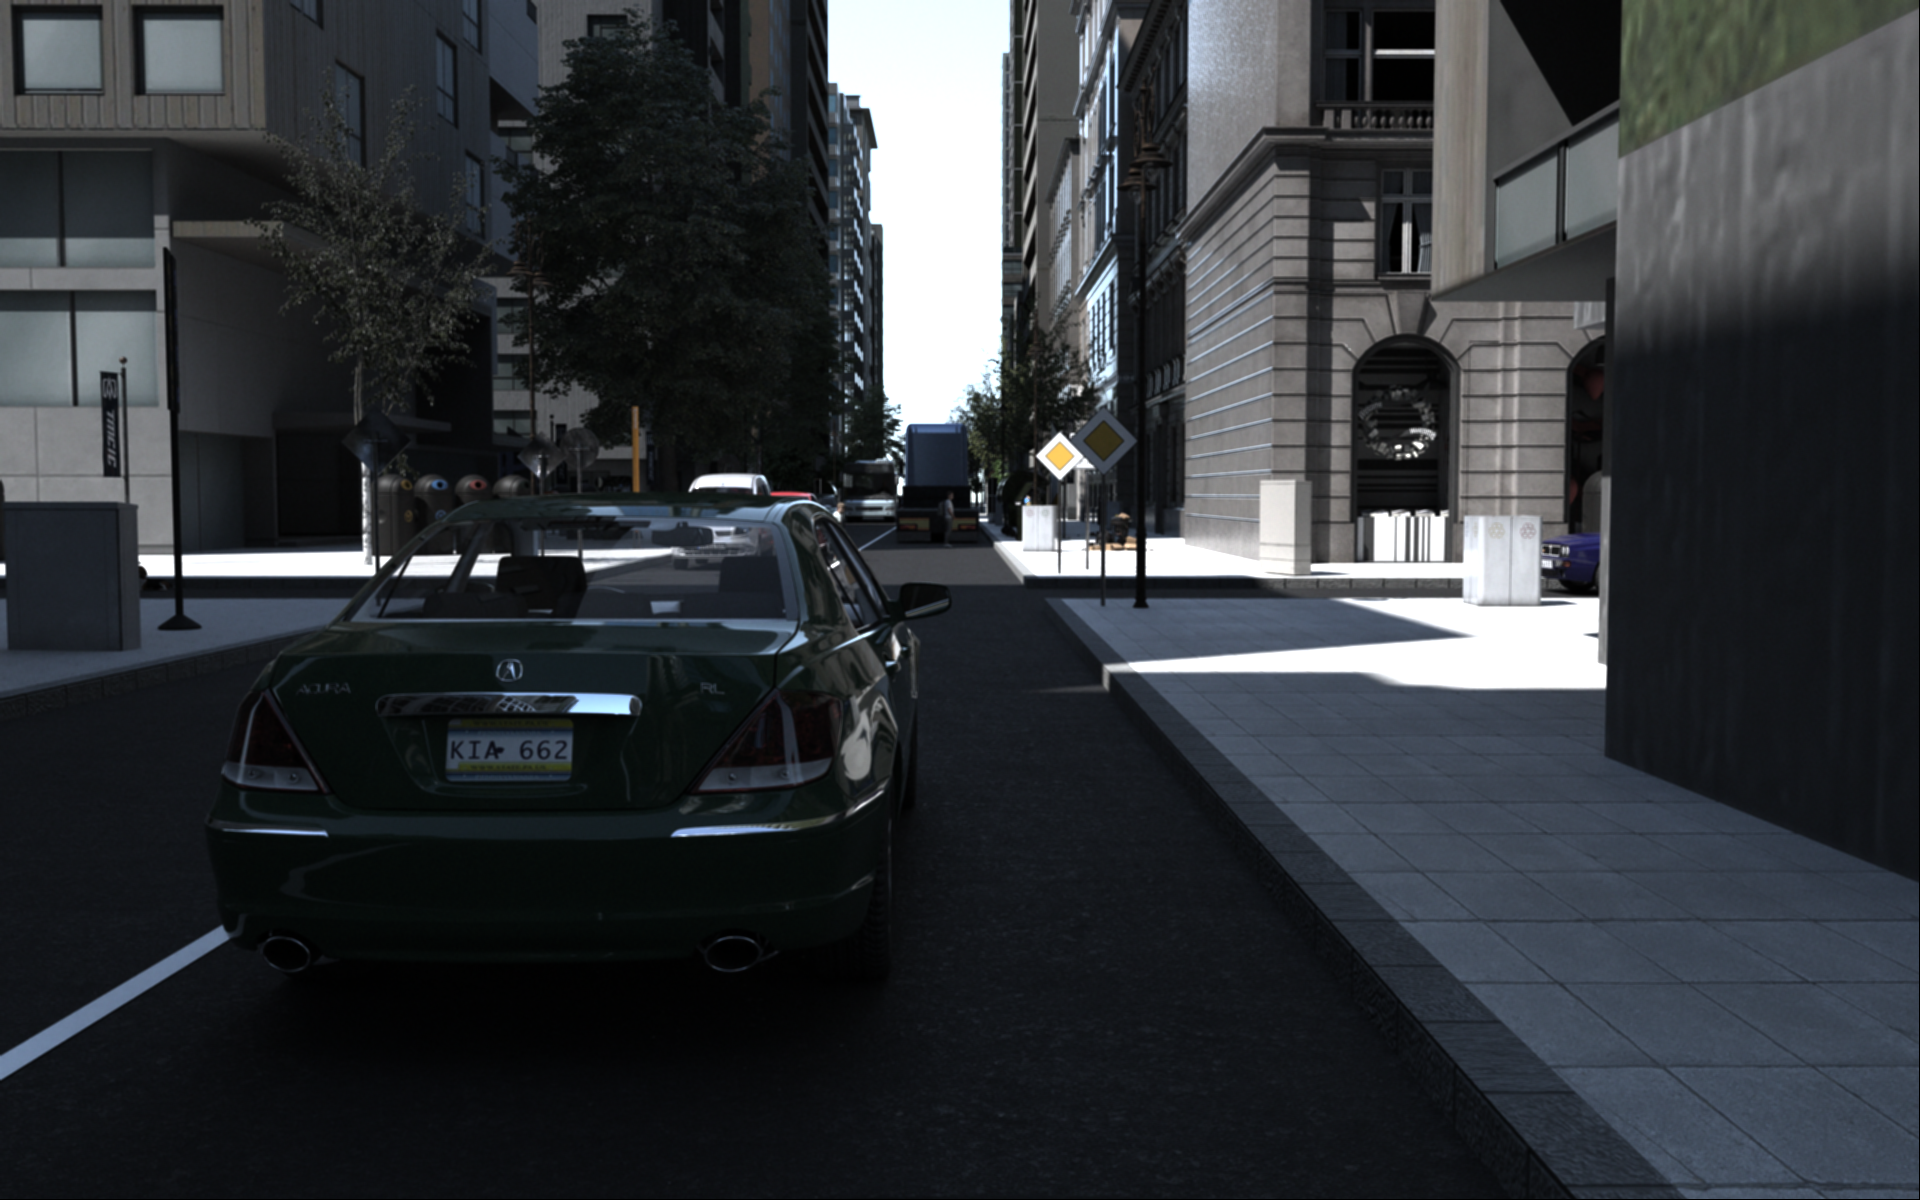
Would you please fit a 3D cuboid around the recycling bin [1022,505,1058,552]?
[{"bbox_3d":[1.788,-1.600,38.716,0.722,1.027,0.722,1,4,10],"label":"recycling bin"}]

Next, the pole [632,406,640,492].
[{"bbox_3d":[-7.544,-2.843,40.330,0.158,3.312,0.155,0,3,0],"label":"pole"}]

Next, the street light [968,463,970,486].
[{"bbox_3d":[1.272,-12.619,179.100,0.468,5.910,1.993,0,4,0],"label":"street light"}]

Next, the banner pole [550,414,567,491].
[{"bbox_3d":[-12.636,-3.940,54.433,0.863,3.779,0.401,2,4,32],"label":"banner pole"}]

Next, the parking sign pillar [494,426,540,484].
[{"bbox_3d":[-17.367,-4.911,68.764,1.447,3.967,1.447,1,4,9],"label":"parking sign pillar"}]

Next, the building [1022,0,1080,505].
[{"bbox_3d":[15.247,-30.059,115.171,21.300,48.544,21.600,0,4,0],"label":"building"}]

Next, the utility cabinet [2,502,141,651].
[{"bbox_3d":[-7.328,-0.193,14.311,1.020,1.237,0.306,0,4,7],"label":"utility cabinet"}]

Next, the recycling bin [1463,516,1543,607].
[{"bbox_3d":[6.272,-0.458,20.042,0.722,1.027,0.722,0,4,1],"label":"recycling bin"}]

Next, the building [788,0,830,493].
[{"bbox_3d":[-21.082,-30.856,128.204,21.300,48.544,21.600,0,4,0],"label":"building"}]

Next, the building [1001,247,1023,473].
[{"bbox_3d":[11.832,-26.397,203.285,14.160,30.474,14.107,0,4,0],"label":"building"}]

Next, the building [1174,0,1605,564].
[{"bbox_3d":[17.179,-11.931,36.865,24.055,21.916,13.314,0,4,0],"label":"building"}]

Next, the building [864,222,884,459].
[{"bbox_3d":[-18.462,-34.918,254.504,14.154,41.232,14.086,0,4,0],"label":"building"}]

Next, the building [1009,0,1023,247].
[{"bbox_3d":[14.525,-47.819,220.085,20.563,71.187,20.611,0,4,0],"label":"building"}]

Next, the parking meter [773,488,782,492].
[{"bbox_3d":[-7.772,-3.999,73.797,0.372,1.533,0.369,0,3,0],"label":"parking meter"}]

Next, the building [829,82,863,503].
[{"bbox_3d":[-23.034,-35.754,204.183,23.786,49.044,30.456,0,4,0],"label":"building"}]

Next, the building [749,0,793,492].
[{"bbox_3d":[-18.278,-28.134,110.106,14.600,45.320,14.200,0,4,0],"label":"building"}]

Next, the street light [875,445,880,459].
[{"bbox_3d":[-7.804,-11.687,163.876,0.468,5.910,1.993,0,4,0],"label":"street light"}]

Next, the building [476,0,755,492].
[{"bbox_3d":[-17.912,-19.124,84.381,14.160,30.474,14.107,0,4,0],"label":"building"}]

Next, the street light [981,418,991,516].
[{"bbox_3d":[1.661,-7.911,102.128,0.468,5.910,1.993,0,4,0],"label":"street light"}]

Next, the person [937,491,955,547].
[{"bbox_3d":[-0.322,-2.189,46.892,0.503,1.515,0.523,3,5,42],"label":"person"}]

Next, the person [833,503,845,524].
[{"bbox_3d":[-2.611,-1.457,37.002,0.352,1.250,0.332,0,4,7],"label":"person"}]

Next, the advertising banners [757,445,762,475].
[{"bbox_3d":[-7.313,-3.987,61.382,0.090,3.025,2.074,1,4,10],"label":"advertising banners"}]

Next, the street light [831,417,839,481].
[{"bbox_3d":[-7.560,-8.055,104.487,0.468,5.910,1.993,0,4,0],"label":"street light"}]

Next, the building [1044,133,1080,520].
[{"bbox_3d":[9.913,-14.943,93.474,9.793,20.994,18.267,0,4,0],"label":"building"}]

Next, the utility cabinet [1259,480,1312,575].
[{"bbox_3d":[5.173,-1.151,27.506,0.318,1.500,1.173,-1,4,-18],"label":"utility cabinet"}]

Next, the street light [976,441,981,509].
[{"bbox_3d":[1.530,-9.035,120.514,0.468,5.910,1.993,0,4,0],"label":"street light"}]

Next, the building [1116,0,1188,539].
[{"bbox_3d":[11.078,-11.626,54.716,10.561,19.102,19.286,0,4,0],"label":"building"}]

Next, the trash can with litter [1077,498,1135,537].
[{"bbox_3d":[4.389,-2.559,52.890,1.678,1.210,2.233,0,4,-5],"label":"trash can with litter"}]

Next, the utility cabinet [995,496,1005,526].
[{"bbox_3d":[1.940,-3.607,70.142,1.020,1.237,0.306,1,4,18],"label":"utility cabinet"}]

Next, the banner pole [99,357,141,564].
[{"bbox_3d":[-15.298,-2.535,31.457,0.401,3.779,0.863,1,4,11],"label":"banner pole"}]

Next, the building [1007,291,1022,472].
[{"bbox_3d":[18.679,-19.373,161.788,27.650,21.520,28.899,0,4,0],"label":"building"}]

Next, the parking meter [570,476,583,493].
[{"bbox_3d":[-12.742,-3.158,57.345,0.255,1.863,0.399,0,4,-1],"label":"parking meter"}]

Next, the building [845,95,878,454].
[{"bbox_3d":[-25.789,-39.380,233.103,28.713,52.752,27.495,0,4,0],"label":"building"}]

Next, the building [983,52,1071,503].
[{"bbox_3d":[14.764,-57.046,245.376,22.319,86.520,31.000,0,4,0],"label":"building"}]

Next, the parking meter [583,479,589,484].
[{"bbox_3d":[-14.514,-3.733,66.749,0.399,1.863,0.255,-1,4,-16],"label":"parking meter"}]

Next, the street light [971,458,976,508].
[{"bbox_3d":[1.373,-10.827,149.807,0.468,5.910,1.993,0,4,0],"label":"street light"}]

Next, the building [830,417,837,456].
[{"bbox_3d":[-21.885,-51.420,153.384,22.319,86.520,31.000,0,4,0],"label":"building"}]

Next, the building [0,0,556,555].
[{"bbox_3d":[-27.529,-27.991,46.891,28.713,52.752,27.495,0,4,0],"label":"building"}]

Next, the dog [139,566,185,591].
[{"bbox_3d":[-11.958,-0.336,25.691,0.748,0.427,0.550,0,4,-4],"label":"dog"}]

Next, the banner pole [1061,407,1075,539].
[{"bbox_3d":[3.119,-3.671,50.043,0.401,3.779,0.863,2,4,30],"label":"banner pole"}]

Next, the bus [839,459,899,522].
[{"bbox_3d":[-4.607,-5.854,90.573,2.948,3.499,13.247,0,4,-2],"label":"bus"}]

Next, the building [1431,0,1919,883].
[{"bbox_3d":[10.159,-19.898,8.934,14.154,41.232,14.086,0,4,0],"label":"building"}]

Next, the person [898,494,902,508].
[{"bbox_3d":[-5.508,-8.863,156.597,0.628,1.438,0.799,-1,4,-22],"label":"person"}]

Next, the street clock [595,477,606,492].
[{"bbox_3d":[-14.965,-4.137,72.202,0.471,2.002,0.358,3,4,36],"label":"street clock"}]

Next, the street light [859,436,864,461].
[{"bbox_3d":[-7.656,-9.866,134.097,0.468,5.910,1.993,0,4,0],"label":"street light"}]

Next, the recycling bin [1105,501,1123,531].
[{"bbox_3d":[5.311,-2.952,60.815,0.722,1.027,0.722,1,4,13],"label":"recycling bin"}]

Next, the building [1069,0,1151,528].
[{"bbox_3d":[11.984,-17.626,74.092,13.634,28.700,20.117,0,4,0],"label":"building"}]

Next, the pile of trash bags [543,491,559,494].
[{"bbox_3d":[-10.765,-2.452,49.844,3.447,1.369,1.912,2,4,32],"label":"pile of trash bags"}]

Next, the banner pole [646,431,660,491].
[{"bbox_3d":[-10.774,-4.340,60.980,0.401,3.779,0.863,2,4,32],"label":"banner pole"}]
